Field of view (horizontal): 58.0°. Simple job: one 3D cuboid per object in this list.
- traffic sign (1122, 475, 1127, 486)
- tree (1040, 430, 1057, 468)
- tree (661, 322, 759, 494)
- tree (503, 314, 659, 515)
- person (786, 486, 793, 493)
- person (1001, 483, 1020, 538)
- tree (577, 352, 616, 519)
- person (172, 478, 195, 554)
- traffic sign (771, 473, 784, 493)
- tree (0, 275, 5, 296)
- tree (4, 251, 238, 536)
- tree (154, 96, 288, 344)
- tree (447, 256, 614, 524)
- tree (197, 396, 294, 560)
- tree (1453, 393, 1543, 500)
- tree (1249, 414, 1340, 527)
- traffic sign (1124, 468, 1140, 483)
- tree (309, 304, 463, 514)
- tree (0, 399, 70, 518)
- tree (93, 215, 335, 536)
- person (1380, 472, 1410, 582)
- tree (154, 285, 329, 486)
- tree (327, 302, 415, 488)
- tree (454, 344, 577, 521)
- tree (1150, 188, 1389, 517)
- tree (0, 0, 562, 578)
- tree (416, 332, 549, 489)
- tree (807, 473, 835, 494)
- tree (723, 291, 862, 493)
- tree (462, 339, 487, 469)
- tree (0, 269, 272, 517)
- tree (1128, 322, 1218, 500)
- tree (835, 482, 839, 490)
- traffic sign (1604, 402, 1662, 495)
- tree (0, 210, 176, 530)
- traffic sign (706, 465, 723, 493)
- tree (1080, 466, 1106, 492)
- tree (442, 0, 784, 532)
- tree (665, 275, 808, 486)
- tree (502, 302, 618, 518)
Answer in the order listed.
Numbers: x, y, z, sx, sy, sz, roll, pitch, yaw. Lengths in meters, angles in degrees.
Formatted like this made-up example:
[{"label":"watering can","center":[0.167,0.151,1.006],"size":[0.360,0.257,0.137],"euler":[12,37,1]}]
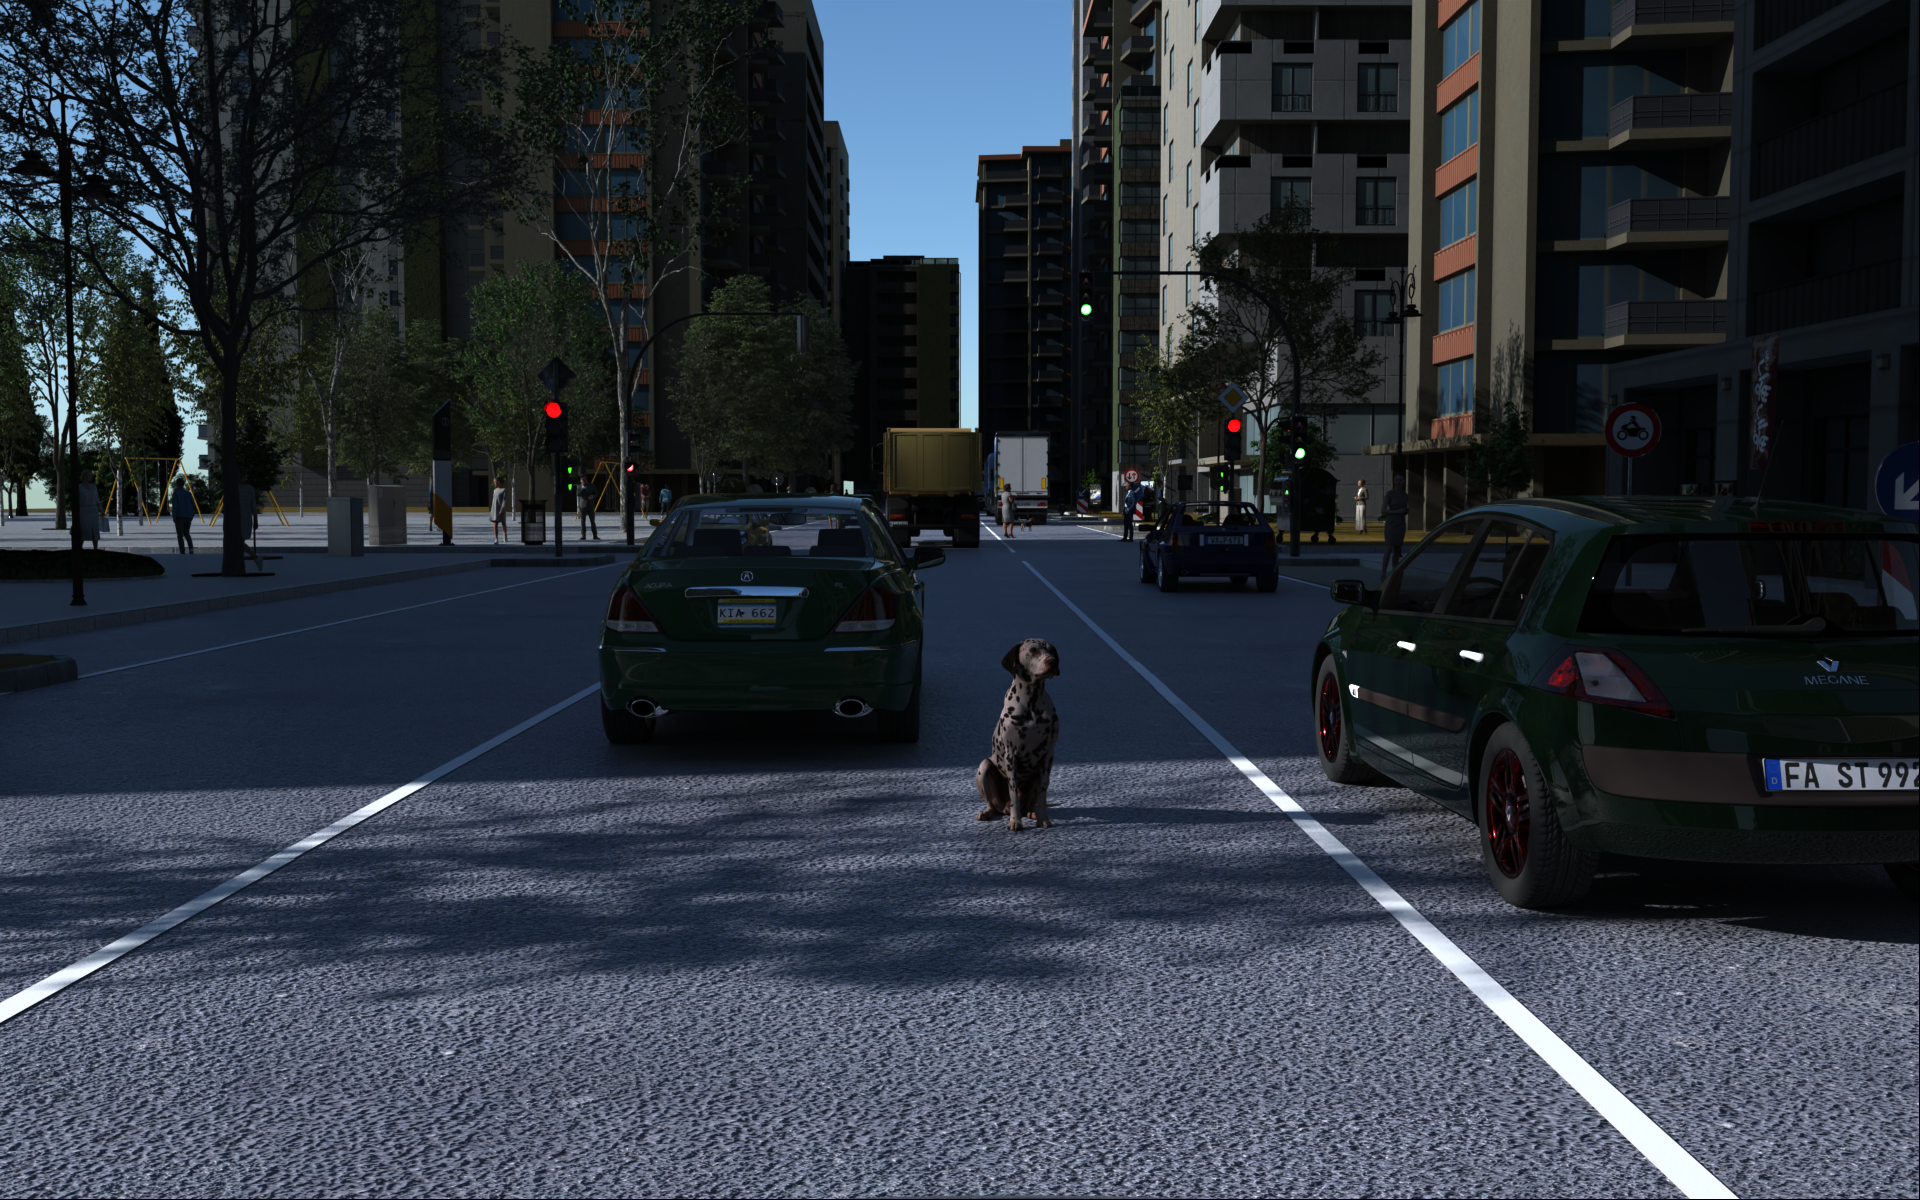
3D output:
[{"label":"traffic sign","center":[8.697,-5.376,90.023],"size":[0.606,2.300,0.079],"euler":[0,4,4]},{"label":"tree","center":[9.128,-14.961,194.980],"size":[4.360,8.622,3.978],"euler":[0,3,0]},{"label":"tree","center":[-10.885,-7.545,73.721],"size":[4.360,8.622,3.978],"euler":[0,3,0]},{"label":"tree","center":[-23.736,-11.712,108.502],"size":[9.611,12.733,9.660],"euler":[0,3,0]},{"label":"person","center":[-8.033,-4.437,81.274],"size":[0.641,1.798,0.478],"euler":[0,4,-5]},{"label":"person","center":[1.692,-2.929,56.751],"size":[0.532,1.782,0.716],"euler":[-2,4,-33]},{"label":"tree","center":[-19.852,-8.470,88.844],"size":[4.737,8.622,4.395],"euler":[0,3,0]},{"label":"person","center":[-17.101,-1.792,38.144],"size":[0.444,1.785,0.601],"euler":[3,4,37]},{"label":"traffic sign","center":[-10.952,-6.352,103.958],"size":[0.768,2.556,0.104],"euler":[0,4,1]},{"label":"tree","center":[-33.692,-6.374,54.573],"size":[4.737,8.622,4.395],"euler":[0,3,0]},{"label":"tree","center":[-25.859,-6.304,53.427],"size":[4.737,8.622,4.395],"euler":[0,3,0]},{"label":"tree","center":[-31.470,-13.923,83.534],"size":[12.611,20.169,13.585],"euler":[0,3,0]},{"label":"tree","center":[-18.663,-9.157,75.472],"size":[9.928,11.665,9.643],"euler":[0,3,0]},{"label":"tree","center":[-13.987,-2.426,34.275],"size":[1.663,3.219,1.824],"euler":[0,3,0]},{"label":"tree","center":[10.491,-2.342,32.894],"size":[1.663,3.219,1.824],"euler":[0,3,0]},{"label":"tree","center":[12.866,-5.064,66.511],"size":[4.285,4.588,4.351],"euler":[0,3,0]},{"label":"traffic sign","center":[8.517,-5.250,85.950],"size":[0.768,2.556,0.104],"euler":[0,4,4]},{"label":"tree","center":[-34.863,-11.316,103.150],"size":[7.486,12.596,7.792],"euler":[0,3,0]},{"label":"tree","center":[-52.961,-7.432,84.420],"size":[11.467,7.101,20.602],"euler":[0,4,-1]},{"label":"tree","center":[-18.948,-5.810,45.350],"size":[4.737,8.622,4.395],"euler":[0,3,0]},{"label":"person","center":[6.893,-1.134,27.376],"size":[0.599,1.781,0.374],"euler":[-2,4,-24]},{"label":"tree","center":[-24.396,-6.606,58.371],"size":[4.360,8.622,3.978],"euler":[0,3,0]},{"label":"tree","center":[-22.564,-7.067,65.910],"size":[4.360,8.622,3.978],"euler":[0,3,0]},{"label":"tree","center":[-21.628,-8.100,82.799],"size":[4.737,8.622,4.395],"euler":[0,3,0]},{"label":"tree","center":[9.420,-7.215,52.371],"size":[7.601,10.594,8.767],"euler":[-1,4,-12]},{"label":"tree","center":[-11.415,-7.117,26.740],"size":[12.009,13.543,11.850],"euler":[0,3,0]},{"label":"tree","center":[-25.697,-9.886,96.050],"size":[8.767,10.594,7.601],"euler":[-1,4,-18]},{"label":"tree","center":[-11.708,-9.120,143.721],"size":[1.663,3.219,1.824],"euler":[0,3,0]},{"label":"tree","center":[-10.795,-12.482,110.735],"size":[9.857,13.997,8.962],"euler":[0,3,0]},{"label":"tree","center":[-34.350,-11.901,112.712],"size":[7.486,12.596,7.792],"euler":[0,3,0]},{"label":"tree","center":[-50.462,-12.413,104.776],"size":[13.155,14.587,18.604],"euler":[0,4,-3]},{"label":"tree","center":[9.127,-7.652,75.467],"size":[4.737,8.622,4.395],"euler":[0,3,0]},{"label":"tree","center":[-11.681,-9.922,156.830],"size":[1.663,3.219,1.824],"euler":[0,3,0]},{"label":"traffic sign","center":[9.348,-1.471,24.149],"size":[0.768,2.556,0.104],"euler":[0,4,6]},{"label":"tree","center":[-32.209,-8.323,61.834],"size":[9.928,11.665,9.643],"euler":[0,3,0]},{"label":"traffic sign","center":[-10.919,-4.711,77.129],"size":[0.768,2.556,0.104],"euler":[0,4,3]},{"label":"tree","center":[9.231,-7.756,121.409],"size":[1.663,3.219,1.824],"euler":[0,3,0]},{"label":"tree","center":[-12.211,-12.255,56.261],"size":[12.611,20.169,13.585],"euler":[0,3,0]},{"label":"tree","center":[-11.553,-10.519,90.120],"size":[7.486,12.596,7.792],"euler":[0,3,0]},{"label":"tree","center":[-15.494,-7.152,67.291],"size":[4.360,8.622,3.978],"euler":[0,3,0]}]
